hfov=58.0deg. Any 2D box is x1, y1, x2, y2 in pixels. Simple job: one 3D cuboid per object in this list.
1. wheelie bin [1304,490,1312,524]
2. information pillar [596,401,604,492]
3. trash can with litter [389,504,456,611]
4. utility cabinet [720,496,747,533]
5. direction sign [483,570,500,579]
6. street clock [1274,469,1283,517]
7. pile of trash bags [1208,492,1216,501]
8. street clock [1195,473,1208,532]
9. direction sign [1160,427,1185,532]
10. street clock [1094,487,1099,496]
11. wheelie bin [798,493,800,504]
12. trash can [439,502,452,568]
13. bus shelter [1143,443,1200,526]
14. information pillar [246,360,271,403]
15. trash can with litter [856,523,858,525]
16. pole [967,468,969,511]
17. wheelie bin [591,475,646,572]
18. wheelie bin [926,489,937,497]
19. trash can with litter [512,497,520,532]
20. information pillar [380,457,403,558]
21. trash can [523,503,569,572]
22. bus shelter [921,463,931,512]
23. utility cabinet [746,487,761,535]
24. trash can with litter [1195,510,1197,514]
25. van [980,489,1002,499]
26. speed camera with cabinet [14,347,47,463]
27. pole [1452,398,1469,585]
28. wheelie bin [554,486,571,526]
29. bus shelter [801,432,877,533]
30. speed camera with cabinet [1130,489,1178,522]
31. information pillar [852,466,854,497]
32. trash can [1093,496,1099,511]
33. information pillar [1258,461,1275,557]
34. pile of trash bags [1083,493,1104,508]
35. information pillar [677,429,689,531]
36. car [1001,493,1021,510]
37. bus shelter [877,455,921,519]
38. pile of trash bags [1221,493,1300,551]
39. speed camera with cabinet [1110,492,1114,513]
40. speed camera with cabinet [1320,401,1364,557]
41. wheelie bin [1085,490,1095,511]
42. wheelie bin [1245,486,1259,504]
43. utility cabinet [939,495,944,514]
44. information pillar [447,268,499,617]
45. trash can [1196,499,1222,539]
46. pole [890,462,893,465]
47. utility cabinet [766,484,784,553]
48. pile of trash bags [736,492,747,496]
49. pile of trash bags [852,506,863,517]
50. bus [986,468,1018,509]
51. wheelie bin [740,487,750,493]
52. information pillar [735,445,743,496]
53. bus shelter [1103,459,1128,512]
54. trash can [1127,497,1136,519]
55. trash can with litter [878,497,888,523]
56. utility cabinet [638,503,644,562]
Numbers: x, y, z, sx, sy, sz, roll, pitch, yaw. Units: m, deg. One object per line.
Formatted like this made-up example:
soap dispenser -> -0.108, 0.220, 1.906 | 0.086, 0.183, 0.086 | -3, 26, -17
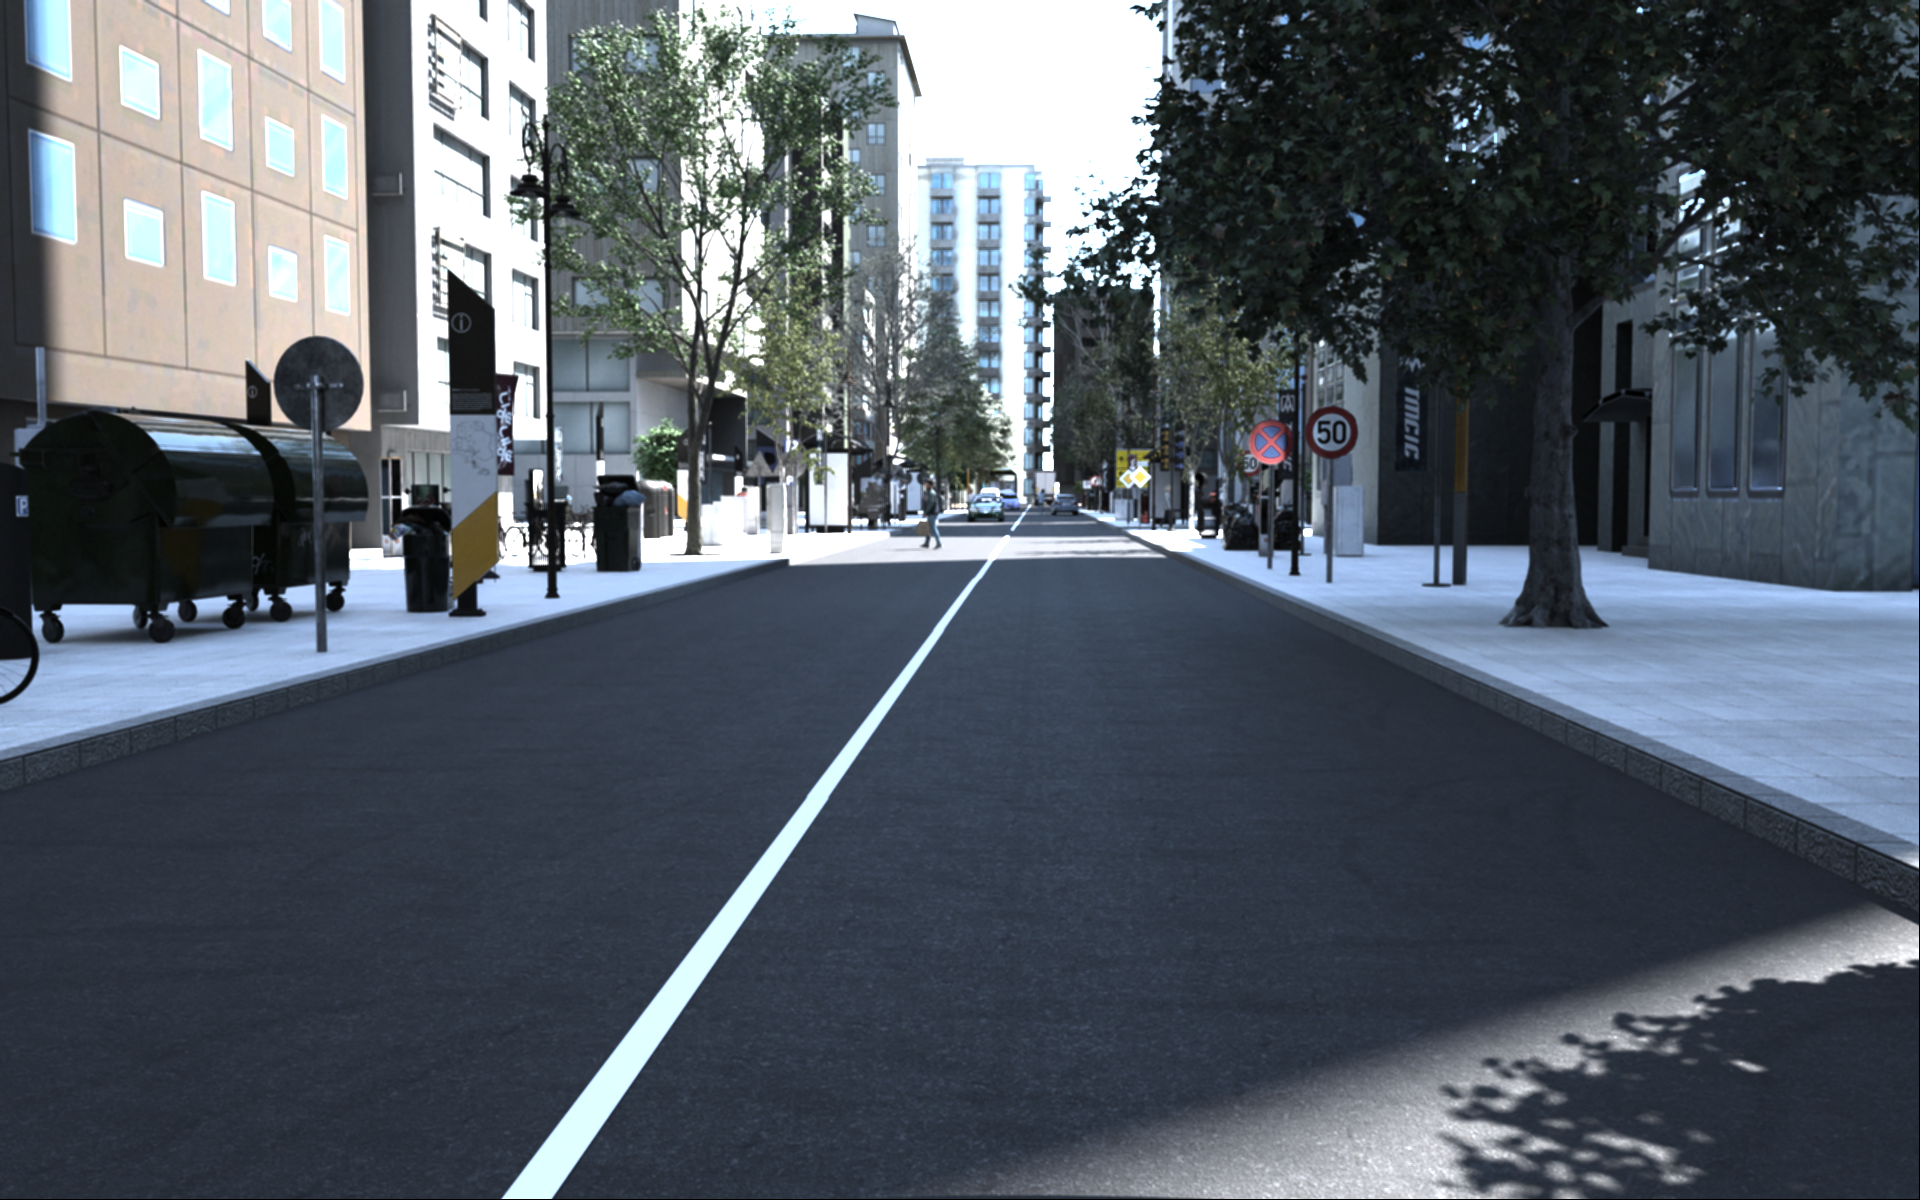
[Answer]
wheelie bin -> 15.261, -4.087, 74.735 | 0.980, 1.594, 0.693 | 1, 4, 9
information pillar -> -8.977, -3.175, 43.258 | 0.183, 3.616, 0.504 | 0, 3, 0
trash can with litter -> -5.904, -0.475, 19.147 | 0.624, 1.170, 1.055 | -1, 4, -8
utility cabinet -> -7.348, -2.788, 56.743 | 1.020, 1.237, 0.306 | 2, 4, 31
direction sign -> -7.210, -2.098, 26.303 | 0.379, 3.537, 0.876 | 0, 4, 4
street clock -> 9.277, -2.845, 51.094 | 0.471, 2.002, 0.358 | -1, 4, -15
pile of trash bags -> 15.599, -5.439, 98.672 | 3.447, 1.369, 1.912 | -2, 4, -29
street clock -> 8.232, -3.345, 59.260 | 0.358, 2.002, 0.471 | -3, 5, -43
direction sign -> 7.216, -4.093, 58.919 | 0.876, 3.537, 0.379 | 2, 4, 30
street clock -> 11.359, -8.538, 144.167 | 0.358, 2.002, 0.471 | -2, 4, -31
wheelie bin -> -8.658, -4.956, 88.936 | 0.980, 1.594, 0.693 | 3, 4, 37
trash can -> -8.752, -1.142, 30.320 | 0.748, 1.137, 0.748 | 0, 3, 0
bus shelter -> 8.685, -4.731, 71.275 | 2.014, 3.302, 5.546 | 0, 4, 3
information pillar -> -12.212, -2.376, 30.199 | 0.504, 3.616, 0.183 | 1, 4, 22
trash can with litter -> -5.102, -3.724, 71.951 | 1.678, 1.210, 2.233 | 0, 4, 7
pole -> 0.638, -8.633, 134.997 | 0.158, 3.312, 0.155 | 0, 3, 0
wheelie bin -> -5.680, -1.275, 28.758 | 0.980, 1.594, 0.693 | 1, 4, 10
wheelie bin -> -1.865, -6.570, 115.320 | 0.980, 1.594, 0.693 | -3, 5, -45
trash can with litter -> -15.845, -2.880, 58.143 | 2.233, 1.210, 1.678 | 0, 4, 7
information pillar -> -11.455, -1.861, 34.919 | 0.304, 2.012, 0.304 | 2, 4, 33
trash can -> -6.855, -1.045, 28.738 | 0.748, 1.137, 0.748 | 0, 3, 0
bus shelter -> -2.976, -6.982, 108.087 | 2.014, 3.302, 5.546 | 0, 4, 3
utility cabinet -> -6.481, -2.793, 54.337 | 0.318, 1.500, 1.173 | 0, 4, 1
trash can with litter -> 14.738, -6.269, 113.563 | 2.233, 1.210, 1.678 | 0, 4, 4
van -> 2.225, -7.573, 130.823 | 2.013, 2.044, 4.112 | 0, 4, 4
speed camera with cabinet -> -12.857, -1.746, 22.880 | 2.038, 3.252, 0.660 | -2, 4, -33
pole -> 7.065, -1.869, 24.400 | 0.158, 3.312, 0.155 | 0, 3, 0
wheelie bin -> -16.235, -3.819, 70.342 | 0.980, 1.594, 0.693 | 0, 4, 1
bus shelter -> -4.197, -3.986, 59.092 | 2.014, 3.302, 5.546 | 0, 4, 3
speed camera with cabinet -> 9.054, -5.244, 80.078 | 2.038, 3.252, 0.660 | 0, 4, -3
information pillar -> -8.364, -8.802, 135.263 | 0.504, 3.616, 0.183 | -2, 4, -26
trash can -> 10.422, -7.310, 131.171 | 0.748, 1.137, 0.748 | 0, 3, 0
information pillar -> 6.285, -1.897, 35.515 | 0.304, 2.012, 0.304 | 1, 4, 9
pile of trash bags -> 11.091, -8.012, 140.753 | 1.912, 1.369, 3.447 | -2, 4, -31
information pillar -> -9.475, -4.176, 59.639 | 0.504, 3.616, 0.183 | 0, 4, 1
car -> 4.554, -9.037, 157.349 | 1.945, 1.707, 3.694 | 0, 4, 1
bus shelter -> -3.388, -5.974, 91.598 | 2.014, 3.302, 5.546 | 0, 4, 3
pile of trash bags -> 7.139, -1.902, 40.850 | 1.912, 1.369, 3.447 | 1, 4, 11
speed camera with cabinet -> 11.046, -7.403, 115.379 | 2.038, 3.252, 0.660 | 0, 4, -4
speed camera with cabinet -> 8.015, -2.567, 36.302 | 0.660, 3.252, 2.038 | 0, 4, 2
wheelie bin -> 10.014, -7.625, 132.569 | 0.693, 1.594, 0.980 | -2, 4, -33
wheelie bin -> 11.972, -3.777, 69.655 | 0.980, 1.594, 0.693 | -1, 4, -11
utility cabinet -> -1.374, -6.281, 113.863 | 0.306, 1.237, 1.020 | 1, 4, 18
information pillar -> -5.097, -1.636, 18.105 | 0.504, 3.616, 0.183 | 0, 4, -1
trash can -> 7.206, -2.354, 50.143 | 0.748, 1.137, 0.748 | 0, 3, 0
pole -> -4.207, -6.897, 106.614 | 0.158, 3.312, 0.155 | 0, 3, 0
utility cabinet -> -4.003, -1.754, 37.357 | 0.318, 1.500, 1.173 | -1, 4, -10
pile of trash bags -> -8.578, -3.964, 74.556 | 1.912, 1.369, 3.447 | -3, 5, -43
pile of trash bags -> -6.414, -5.270, 95.910 | 3.447, 1.369, 1.912 | 1, 4, 18
bus -> 4.140, -10.635, 165.435 | 2.896, 3.916, 12.252 | 0, 4, 3
wheelie bin -> -9.859, -4.452, 80.697 | 0.980, 1.594, 0.693 | 1, 4, 11
information pillar -> -10.610, -5.606, 83.006 | 0.183, 3.616, 0.504 | 3, 4, 37
bus shelter -> 10.785, -7.860, 119.800 | 1.731, 3.624, 6.357 | 0, 4, 3
trash can -> 8.924, -4.745, 89.228 | 0.748, 1.137, 0.748 | 0, 3, 0
trash can with litter -> -3.587, -4.033, 77.333 | 1.055, 1.170, 0.624 | 0, 4, 3
utility cabinet -> -6.209, -1.344, 33.129 | 0.306, 1.237, 1.020 | 0, 4, -8
